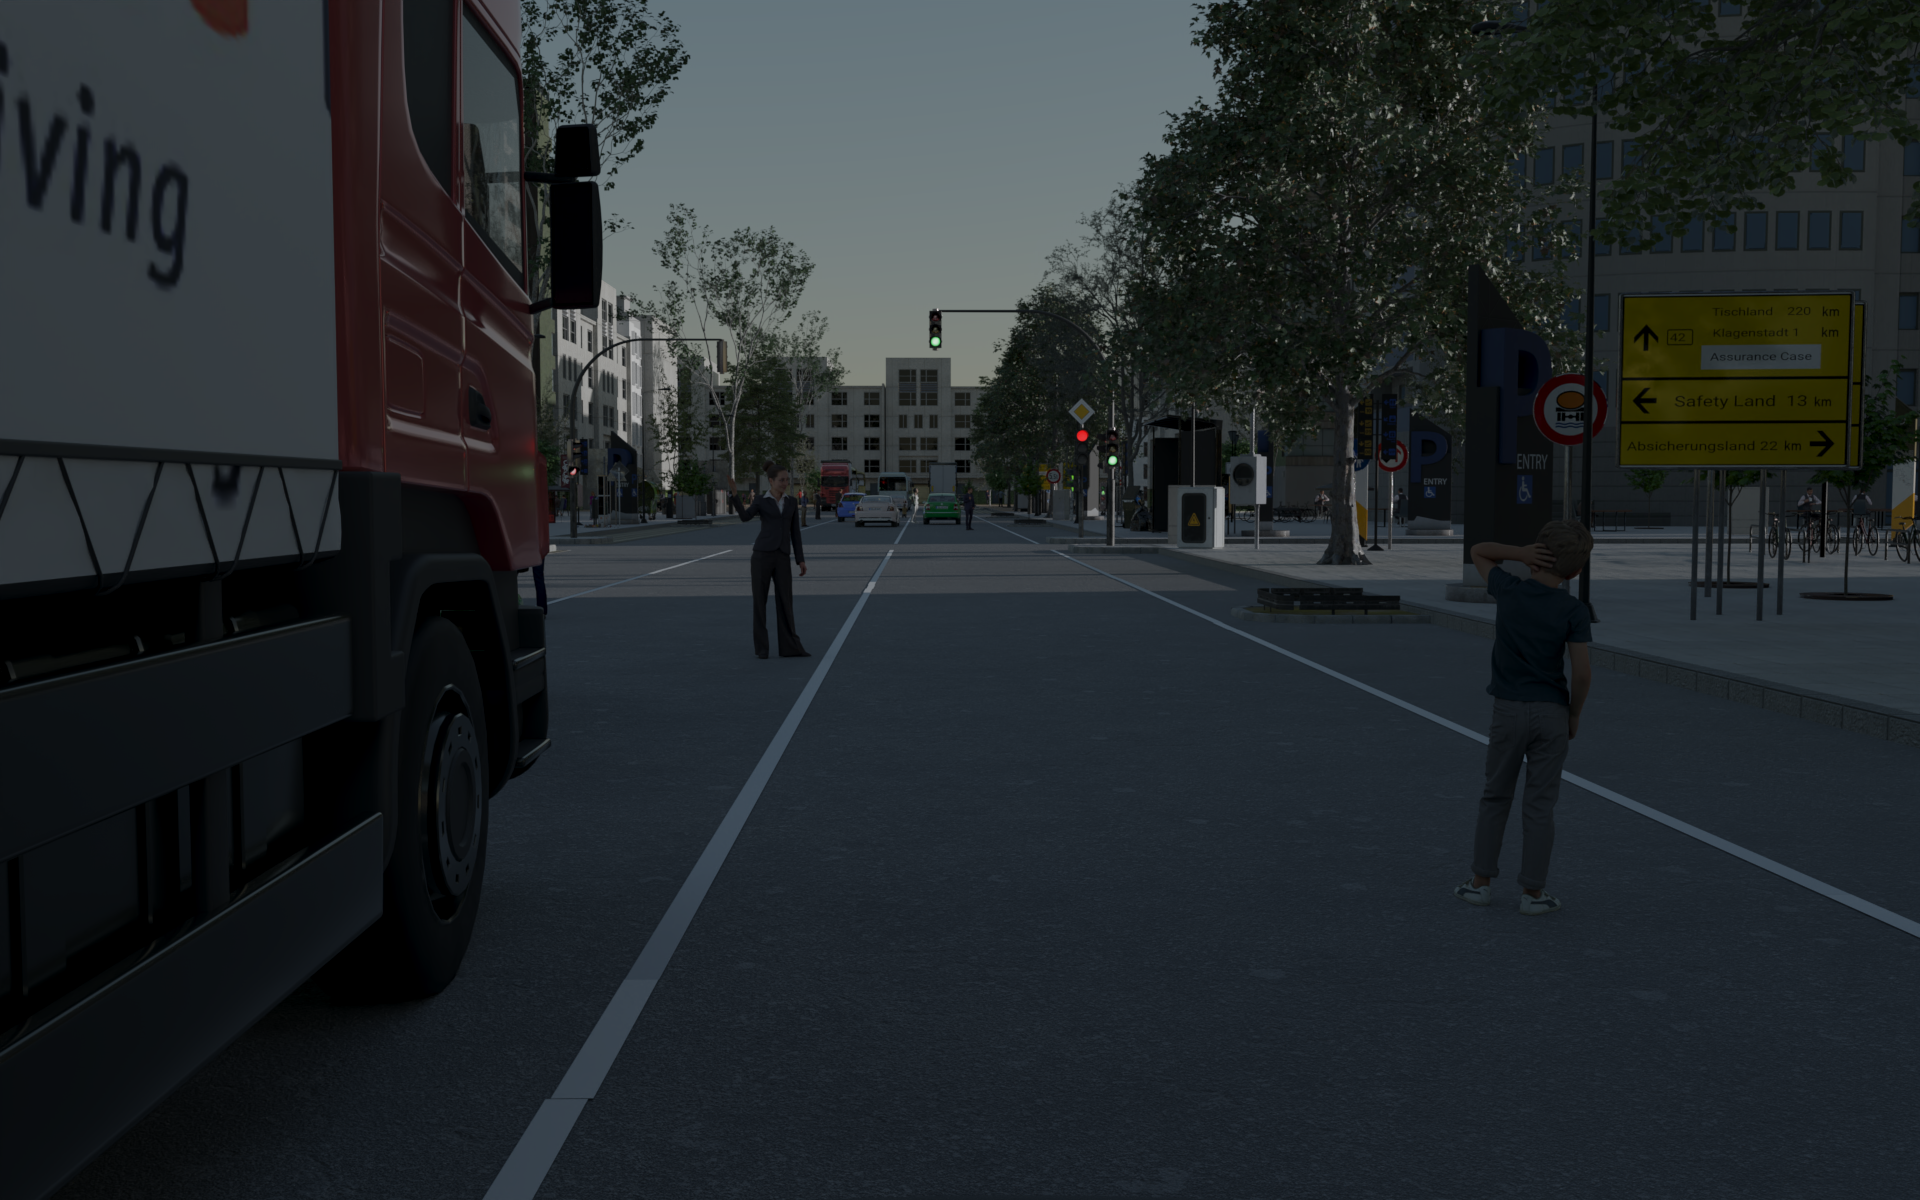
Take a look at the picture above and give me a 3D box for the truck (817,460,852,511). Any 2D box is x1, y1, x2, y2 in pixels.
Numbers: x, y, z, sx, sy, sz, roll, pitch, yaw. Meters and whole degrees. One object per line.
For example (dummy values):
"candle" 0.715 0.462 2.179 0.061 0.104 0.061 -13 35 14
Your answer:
"truck" -10.440 -9.606 145.966 2.839 4.237 11.283 0 4 -3

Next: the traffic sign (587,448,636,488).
"traffic sign" -15.577 -5.107 77.373 2.265 3.308 0.079 0 4 6

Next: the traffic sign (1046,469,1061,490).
"traffic sign" 4.670 -5.283 86.475 0.768 2.556 0.104 0 4 6

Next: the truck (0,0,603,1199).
"truck" -2.461 -0.768 1.469 2.839 4.237 11.283 0 4 -3

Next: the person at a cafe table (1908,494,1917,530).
"person at a cafe table" 33.150 -3.214 61.068 1.622 1.524 1.698 1 4 16

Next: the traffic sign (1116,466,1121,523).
"traffic sign" 7.042 -4.739 77.596 0.768 2.556 0.104 0 4 6

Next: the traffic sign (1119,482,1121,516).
"traffic sign" 9.147 -6.049 99.003 0.768 2.556 0.104 0 4 2

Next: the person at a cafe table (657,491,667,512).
"person at a cafe table" -21.279 -6.938 121.951 1.698 1.524 1.622 2 4 28

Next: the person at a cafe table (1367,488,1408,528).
"person at a cafe table" 16.890 -3.577 66.991 1.698 1.524 1.622 -1 4 -13

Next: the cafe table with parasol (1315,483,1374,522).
"cafe table with parasol" 16.419 -4.225 73.946 2.610 1.966 2.610 0 4 1

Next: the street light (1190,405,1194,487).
"street light" 5.182 -4.282 42.558 1.470 5.913 1.316 0 4 -1

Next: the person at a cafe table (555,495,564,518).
"person at a cafe table" -22.491 -5.120 94.577 1.726 1.238 1.698 1 4 10

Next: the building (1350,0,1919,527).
"building" 33.317 -32.694 76.540 28.212 58.520 21.231 0 4 -1

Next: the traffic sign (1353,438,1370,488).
"traffic sign" 9.013 -2.421 39.694 0.768 2.556 0.104 0 4 1

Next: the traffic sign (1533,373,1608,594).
"traffic sign" 6.415 -1.112 18.280 0.768 2.556 0.104 0 4 6

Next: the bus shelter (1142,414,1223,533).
"bus shelter" 6.901 -3.844 54.127 1.731 3.624 6.357 0 4 -1

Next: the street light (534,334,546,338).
"street light" -12.732 -4.765 50.454 1.470 5.913 1.316 0 4 -1

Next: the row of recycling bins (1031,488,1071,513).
"row of recycling bins" 6.114 -6.722 117.023 3.534 1.692 1.069 -3 4 -36

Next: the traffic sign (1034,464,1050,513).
"traffic sign" 5.271 -7.429 115.337 2.265 3.308 0.079 1 4 8

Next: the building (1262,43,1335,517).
"building" 25.428 -25.747 104.563 14.154 41.232 14.086 0 4 -1

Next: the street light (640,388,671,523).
"street light" -13.326 -6.317 75.822 1.470 5.913 1.316 0 4 -1

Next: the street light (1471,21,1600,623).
"street light" 5.714 -2.731 17.189 1.470 5.913 1.316 0 4 -1

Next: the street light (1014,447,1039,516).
"street light" 3.923 -7.822 100.434 1.470 5.913 1.316 0 4 -1

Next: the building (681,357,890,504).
"building" -25.674 -22.317 231.333 31.486 18.905 16.747 0 4 -1

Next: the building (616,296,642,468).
"building" -38.204 -18.741 162.833 16.016 20.091 11.380 0 4 -1

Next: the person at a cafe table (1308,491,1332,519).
"person at a cafe table" 19.196 -5.059 91.226 1.698 1.524 1.622 -1 4 -17

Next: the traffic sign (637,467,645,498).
"traffic sign" -15.092 -4.946 80.972 0.768 2.556 0.104 0 4 5

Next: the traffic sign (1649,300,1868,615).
"traffic sign" 8.390 -1.494 18.300 2.265 3.308 0.079 0 4 0

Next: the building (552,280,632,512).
"building" -37.822 -16.800 141.144 16.747 18.905 31.486 0 4 -1

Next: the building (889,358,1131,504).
"building" 5.965 -22.417 232.983 31.486 18.905 16.747 0 4 -1

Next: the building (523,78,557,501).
"building" -35.454 -20.995 114.977 14.160 30.474 14.107 0 4 -1

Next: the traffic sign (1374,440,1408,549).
"traffic sign" 9.964 -2.444 40.073 0.768 2.556 0.104 0 4 8

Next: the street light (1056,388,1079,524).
"street light" 4.554 -6.271 75.066 1.470 5.913 1.316 0 4 -1

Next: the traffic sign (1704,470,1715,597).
"traffic sign" 9.313 -1.308 21.489 0.768 2.556 0.104 0 4 2

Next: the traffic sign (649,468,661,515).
"traffic sign" -15.384 -5.297 86.617 0.884 2.594 0.081 0 4 4

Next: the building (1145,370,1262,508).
"building" 26.050 -17.001 144.421 16.747 18.905 31.486 0 4 -1

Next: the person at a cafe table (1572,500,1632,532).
"person at a cafe table" 22.060 -2.991 59.771 1.726 1.238 1.698 3 4 36

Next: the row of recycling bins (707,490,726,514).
"row of recycling bins" -15.726 -6.390 111.590 1.069 1.692 3.534 0 4 0

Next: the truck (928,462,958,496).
"truck" -1.565 -10.407 159.067 2.839 4.237 11.283 0 4 -1

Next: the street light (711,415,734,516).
"street light" -13.895 -7.878 101.338 1.470 5.913 1.316 0 4 -1

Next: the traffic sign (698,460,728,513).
"traffic sign" -15.144 -6.783 104.767 2.265 3.308 0.079 0 4 8

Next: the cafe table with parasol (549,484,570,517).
"cafe table with parasol" -23.212 -5.736 98.645 2.610 1.966 2.610 3 5 40

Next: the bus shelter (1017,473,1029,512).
"bus shelter" 4.926 -7.830 121.942 2.014 3.302 5.546 0 4 -1

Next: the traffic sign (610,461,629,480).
"traffic sign" -13.535 -4.222 68.761 0.795 2.593 0.064 0 4 6

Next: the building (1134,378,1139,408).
"building" 37.696 -22.407 232.810 31.486 18.905 16.747 0 4 -1

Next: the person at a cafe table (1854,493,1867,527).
"person at a cafe table" 34.321 -3.500 65.745 1.698 1.524 1.622 3 4 38

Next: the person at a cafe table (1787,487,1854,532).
"person at a cafe table" 29.441 -3.133 59.733 1.698 1.524 1.622 0 4 -1

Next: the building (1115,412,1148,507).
"building" 21.439 -14.201 174.338 9.099 9.664 28.070 0 4 -1

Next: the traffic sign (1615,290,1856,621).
"traffic sign" 7.784 -1.444 17.486 2.265 3.308 0.079 0 4 6

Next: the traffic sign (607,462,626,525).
"traffic sign" -14.098 -4.339 70.943 0.884 2.594 0.081 0 4 7

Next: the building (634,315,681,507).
"building" -46.200 -19.127 179.183 31.486 18.905 16.747 0 4 -1

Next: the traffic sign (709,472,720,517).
"traffic sign" -14.074 -6.035 98.780 0.768 2.556 0.104 0 4 3
